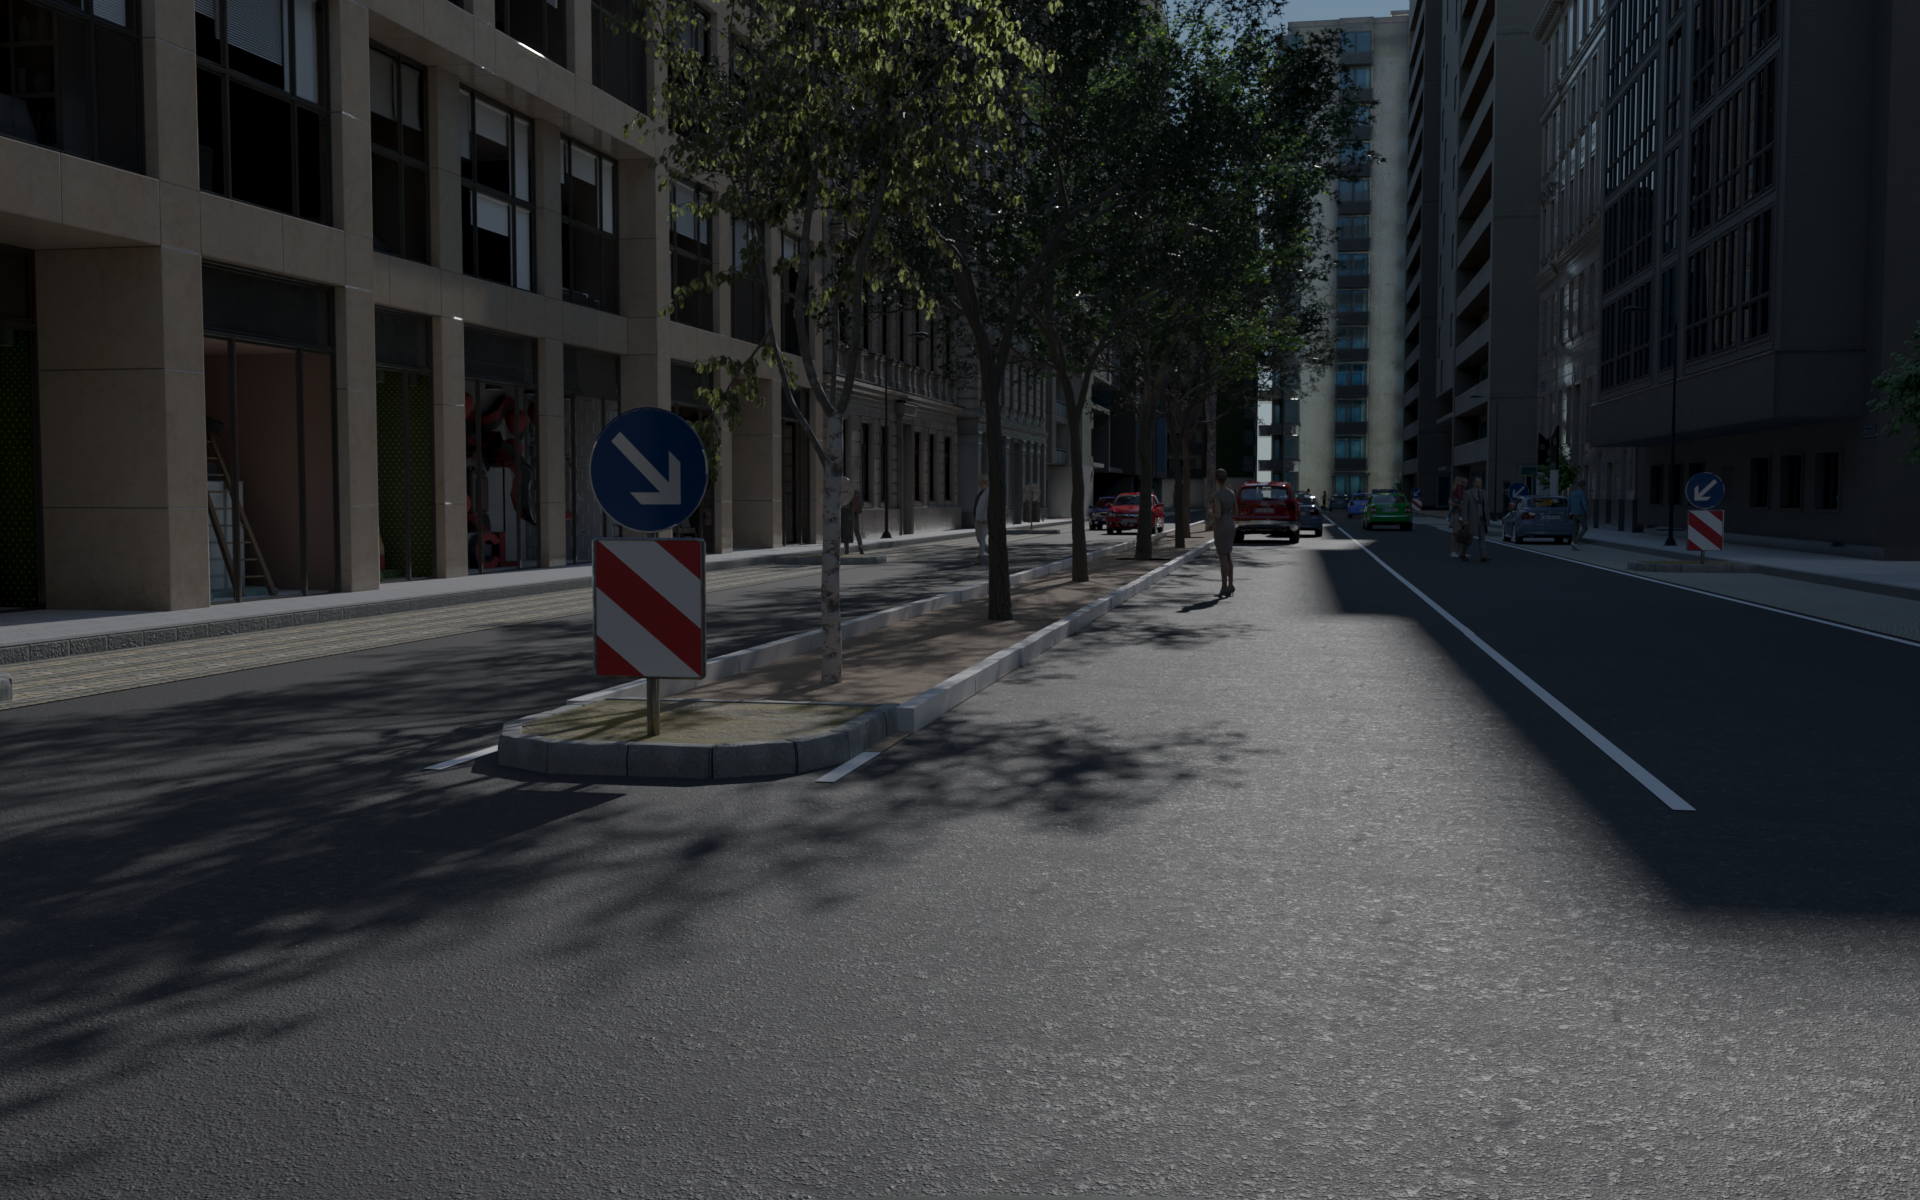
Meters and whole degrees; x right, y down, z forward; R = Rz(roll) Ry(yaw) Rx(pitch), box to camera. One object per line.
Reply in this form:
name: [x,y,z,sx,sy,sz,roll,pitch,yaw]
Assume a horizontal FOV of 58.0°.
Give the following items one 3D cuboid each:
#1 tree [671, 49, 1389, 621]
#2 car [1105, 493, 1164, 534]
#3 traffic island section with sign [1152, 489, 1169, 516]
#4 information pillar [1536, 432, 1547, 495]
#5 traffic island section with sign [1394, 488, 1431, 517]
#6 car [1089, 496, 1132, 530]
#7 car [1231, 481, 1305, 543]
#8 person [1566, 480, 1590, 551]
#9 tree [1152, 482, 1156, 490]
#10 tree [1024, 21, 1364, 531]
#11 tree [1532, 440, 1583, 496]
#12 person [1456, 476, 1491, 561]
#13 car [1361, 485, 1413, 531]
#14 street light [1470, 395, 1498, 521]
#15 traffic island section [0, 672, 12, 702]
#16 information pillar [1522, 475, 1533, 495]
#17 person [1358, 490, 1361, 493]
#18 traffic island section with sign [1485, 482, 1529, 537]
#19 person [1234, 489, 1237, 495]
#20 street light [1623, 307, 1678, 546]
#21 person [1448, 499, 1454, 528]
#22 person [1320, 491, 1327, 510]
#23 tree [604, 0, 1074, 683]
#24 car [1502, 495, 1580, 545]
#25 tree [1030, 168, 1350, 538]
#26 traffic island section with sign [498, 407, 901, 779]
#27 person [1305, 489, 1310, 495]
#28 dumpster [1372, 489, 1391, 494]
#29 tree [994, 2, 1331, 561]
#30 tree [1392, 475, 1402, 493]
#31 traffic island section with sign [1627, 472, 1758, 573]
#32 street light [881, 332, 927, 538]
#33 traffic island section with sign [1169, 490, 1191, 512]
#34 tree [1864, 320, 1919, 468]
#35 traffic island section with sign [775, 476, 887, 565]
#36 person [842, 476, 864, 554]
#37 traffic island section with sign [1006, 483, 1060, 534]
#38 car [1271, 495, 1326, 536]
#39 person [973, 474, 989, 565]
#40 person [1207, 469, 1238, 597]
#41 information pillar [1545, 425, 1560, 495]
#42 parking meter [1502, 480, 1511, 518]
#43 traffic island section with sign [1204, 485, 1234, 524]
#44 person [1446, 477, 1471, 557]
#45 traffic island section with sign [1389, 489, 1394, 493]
tree: [0.546,-5.062,19.626,8.767,10.594,7.601,1,4,11]
car: [6.417,-3.317,63.277,2.155,1.783,4.494,1,4,12]
traffic island section with sign: [12.242,-6.316,111.888,1.989,1.847,2.006,1,4,11]
information pillar: [22.159,-4.554,65.817,0.504,3.616,0.183,-1,4,-15]
traffic island section with sign: [28.298,-6.074,107.942,1.989,1.847,2.006,1,4,11]
car: [6.257,-3.536,70.388,1.945,1.354,3.894,1,4,11]
car: [9.279,-2.679,52.476,2.281,1.827,5.304,1,4,11]
person: [15.562,-2.128,43.637,0.444,1.785,0.601,-1,4,-15]
tree: [15.669,-9.188,144.827,1.663,3.219,1.824,0,3,0]
tree: [8.712,-12.809,67.772,12.611,20.169,13.585,0,3,0]
tree: [21.185,-4.099,61.615,1.663,3.219,1.824,0,3,0]
person: [10.991,-1.731,36.900,0.694,1.812,0.767,-1,4,-19]
car: [17.078,-3.699,69.277,1.959,1.807,4.718,1,4,10]
street light: [24.650,-6.660,81.430,1.470,5.913,1.316,1,4,11]
traffic island section: [-7.699,0.673,11.273,2.009,0.180,2.903,1,4,11]
information pillar: [21.952,-3.826,67.053,0.304,2.012,0.304,0,4,-3]
person: [28.619,-7.012,123.866,1.217,1.735,0.721,-2,4,-31]
traffic island section with sign: [18.704,-3.060,58.663,1.989,1.847,2.006,1,4,11]
person: [14.757,-5.152,93.412,0.551,1.740,0.621,0,4,2]
street light: [17.126,-4.307,42.968,1.470,5.913,1.316,1,4,11]
person: [20.546,-3.634,72.201,0.394,1.301,0.425,1,4,9]
person: [32.650,-8.946,155.562,0.721,1.735,1.217,3,4,37]
tree: [-0.940,-3.685,13.073,4.360,8.622,3.978,0,3,0]
car: [16.828,-2.340,50.261,2.014,1.417,4.499,1,4,11]
tree: [7.315,-8.734,55.627,12.009,13.543,11.850,0,3,0]
traffic island section with sign: [-1.513,-0.097,9.722,2.006,1.907,1.989,1,4,11]
person: [17.588,-4.785,87.654,0.530,1.710,0.541,2,4,29]
dumpster: [35.393,-8.370,145.064,1.865,1.857,1.264,1,4,10]
tree: [4.041,-6.643,36.831,9.928,11.665,9.643,0,3,0]
tree: [40.225,-9.963,157.493,1.663,3.219,1.824,0,3,0]
traffic island section with sign: [13.554,-1.442,32.203,1.989,1.847,2.006,1,4,11]
street light: [-1.602,-4.733,49.933,1.470,5.913,1.316,1,4,11]
traffic island section with sign: [17.398,-7.934,138.347,1.989,1.847,2.006,1,4,11]
tree: [15.676,-2.606,26.319,4.285,4.588,4.351,0,3,0]
traffic island section with sign: [-2.588,-1.658,35.732,1.989,1.847,2.006,1,4,11]
person: [-2.496,-1.877,39.147,0.622,1.834,0.822,-1,4,-21]
traffic island section with sign: [2.565,-3.277,62.209,1.989,1.847,2.006,1,4,11]
car: [11.672,-2.936,60.011,2.014,1.417,4.499,1,4,11]
person: [0.512,-1.655,35.436,0.514,1.842,0.818,3,4,38]
person: [3.656,-0.936,24.149,0.374,1.781,0.599,3,5,43]
information pillar: [20.339,-4.153,59.263,0.183,3.616,0.504,0,4,-6]
parking meter: [23.332,-4.174,73.948,0.255,1.863,0.399,0,4,7]
traffic island section with sign: [12.848,-4.608,83.481,2.006,1.907,1.989,1,4,11]
person: [11.321,-1.884,39.275,0.573,1.828,0.580,2,4,25]
traffic island section with sign: [33.470,-7.692,134.398,1.989,1.847,2.006,1,4,11]
